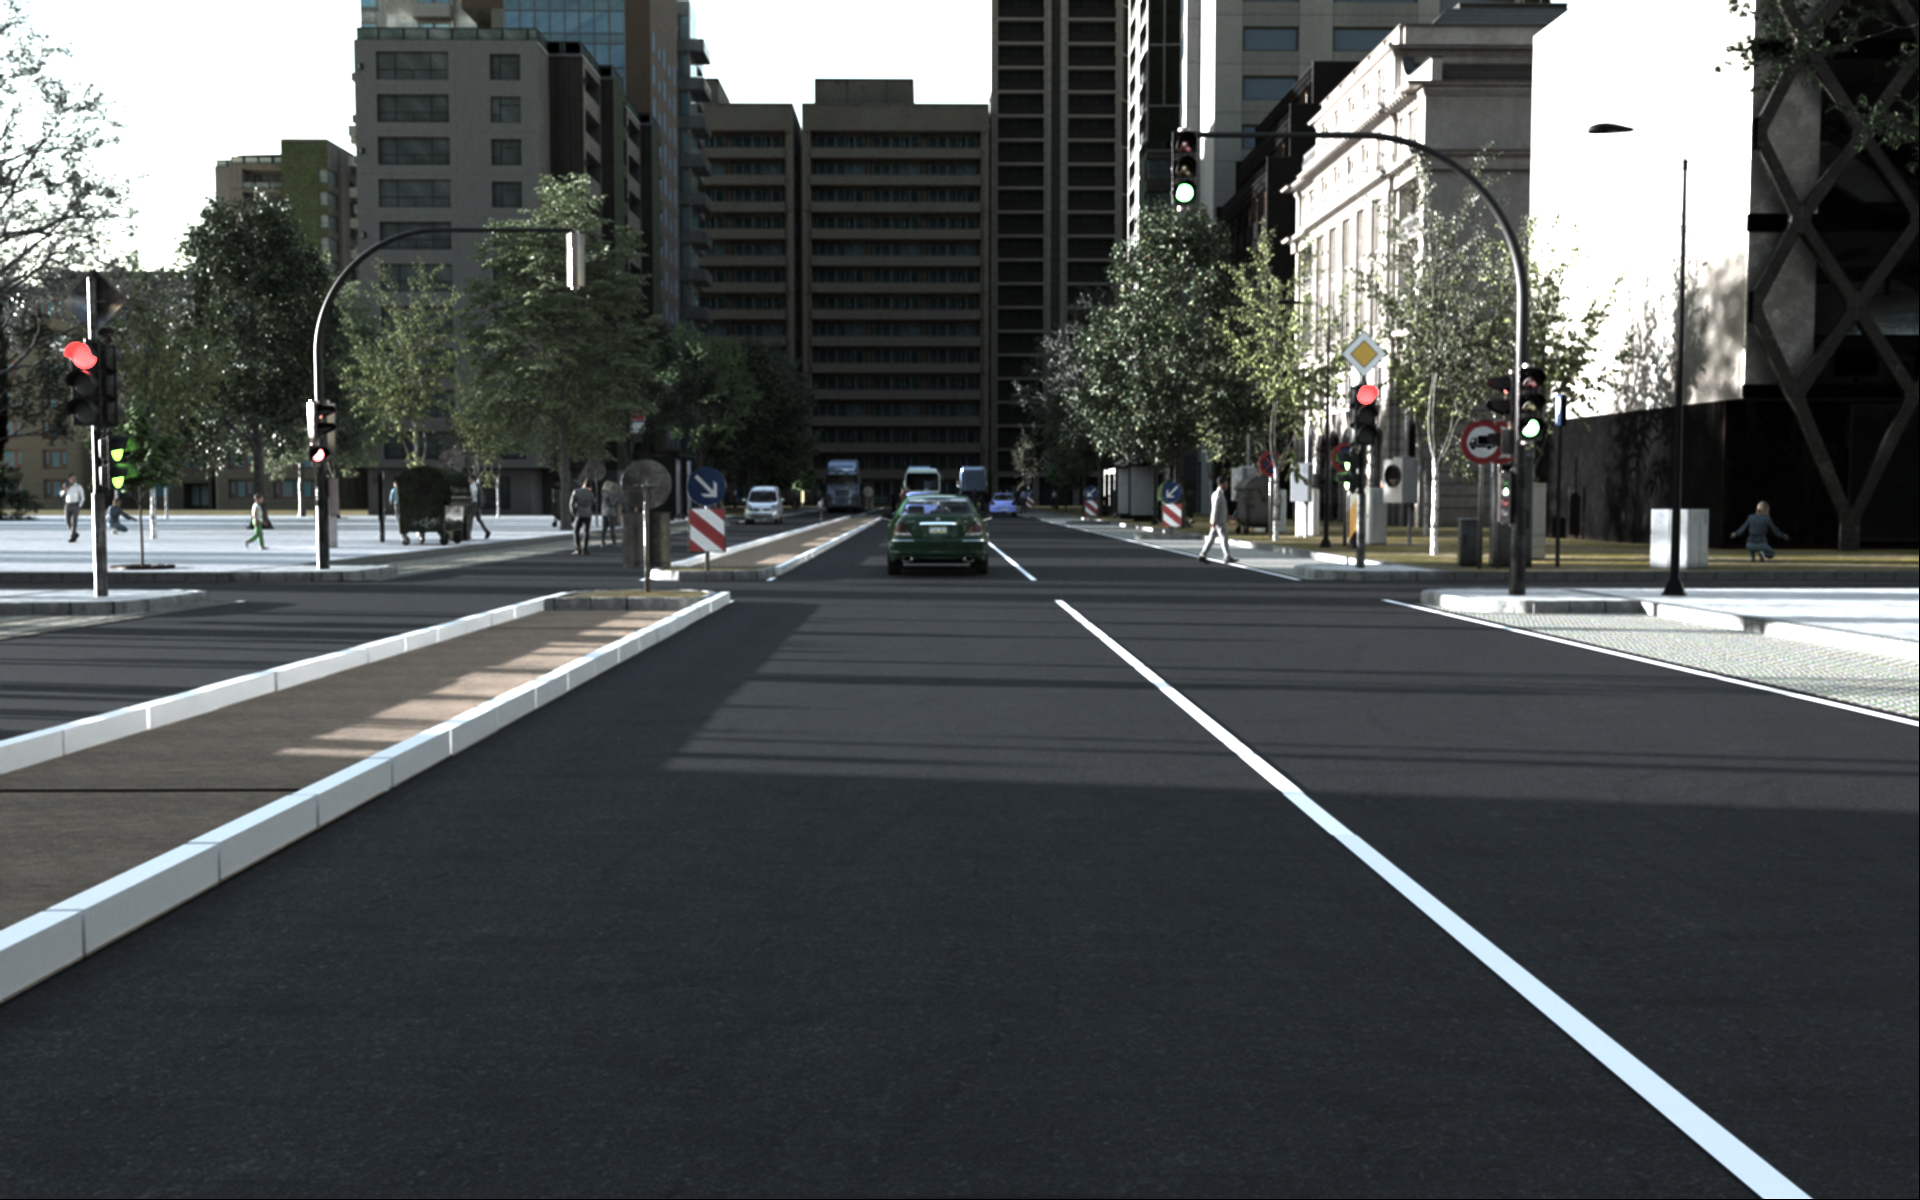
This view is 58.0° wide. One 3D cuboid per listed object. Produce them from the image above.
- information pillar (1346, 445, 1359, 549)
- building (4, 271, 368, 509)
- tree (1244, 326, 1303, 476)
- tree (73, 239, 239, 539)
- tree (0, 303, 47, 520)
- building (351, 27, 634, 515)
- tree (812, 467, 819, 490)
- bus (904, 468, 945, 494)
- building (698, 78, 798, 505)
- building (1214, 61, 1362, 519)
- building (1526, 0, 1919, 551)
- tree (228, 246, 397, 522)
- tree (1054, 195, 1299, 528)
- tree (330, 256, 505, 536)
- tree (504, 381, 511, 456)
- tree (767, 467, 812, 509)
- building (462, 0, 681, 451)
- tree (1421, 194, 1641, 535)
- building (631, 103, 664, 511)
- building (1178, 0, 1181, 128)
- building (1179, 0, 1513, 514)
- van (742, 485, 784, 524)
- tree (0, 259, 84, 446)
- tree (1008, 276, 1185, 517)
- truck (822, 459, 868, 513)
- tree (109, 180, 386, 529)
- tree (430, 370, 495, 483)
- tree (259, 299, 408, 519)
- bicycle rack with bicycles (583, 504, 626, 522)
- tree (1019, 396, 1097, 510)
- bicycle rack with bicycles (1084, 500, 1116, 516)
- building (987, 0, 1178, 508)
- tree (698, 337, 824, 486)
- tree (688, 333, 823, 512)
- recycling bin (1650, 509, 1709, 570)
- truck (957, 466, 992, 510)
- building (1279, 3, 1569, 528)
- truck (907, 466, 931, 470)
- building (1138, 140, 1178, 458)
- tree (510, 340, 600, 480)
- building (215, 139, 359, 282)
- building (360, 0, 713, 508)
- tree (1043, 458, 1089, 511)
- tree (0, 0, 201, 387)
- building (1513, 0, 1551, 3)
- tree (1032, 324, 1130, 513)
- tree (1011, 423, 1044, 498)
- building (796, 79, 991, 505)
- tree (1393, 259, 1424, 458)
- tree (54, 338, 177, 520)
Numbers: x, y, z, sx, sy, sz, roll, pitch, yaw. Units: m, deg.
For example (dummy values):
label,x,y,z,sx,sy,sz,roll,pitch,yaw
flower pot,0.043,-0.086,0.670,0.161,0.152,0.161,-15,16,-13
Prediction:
label,x,y,z,sx,sy,sz,roll,pitch,yaw
information pillar,9.323,-3.022,40.765,0.183,3.616,0.504,-1,4,-18
building,-68.464,-19.189,158.775,28.899,21.520,27.650,0,4,-1
tree,12.928,-7.650,75.448,4.360,8.622,3.978,0,3,0
tree,-22.982,-6.075,49.694,4.737,8.622,4.395,0,3,0
tree,-54.998,-11.374,87.778,18.604,14.587,13.155,0,4,-5
building,-29.599,-20.778,111.424,14.160,30.474,14.107,0,4,-1
tree,-15.542,-11.496,171.672,4.285,4.588,4.351,0,3,0
bus,-2.637,-8.230,129.413,2.948,3.499,13.247,0,4,0
building,-29.453,-35.605,205.839,21.600,48.544,21.300,0,4,-1
building,21.768,-16.362,97.188,12.332,23.373,15.834,0,4,-1
building,26.063,-10.872,45.202,16.811,18.784,16.820,0,4,-1
tree,-30.139,-9.897,79.949,7.486,12.596,7.792,0,3,0
tree,8.300,-9.121,66.132,9.611,12.733,9.660,0,3,0
tree,-16.790,-6.267,52.821,4.737,8.622,4.395,0,3,0
tree,-24.566,-8.491,89.182,4.737,8.622,4.395,0,3,0
tree,-15.858,-10.260,151.464,4.285,4.588,4.351,0,3,0
building,-30.557,-29.919,139.286,14.600,45.320,14.200,0,4,-1
tree,14.672,-5.704,43.615,4.737,8.622,4.395,0,3,0
building,-29.608,-21.640,125.508,14.160,30.474,14.107,0,4,-1
building,24.759,-44.188,160.717,20.563,71.187,20.611,0,4,-1
building,26.049,-35.450,121.612,21.231,58.520,28.212,0,4,-1
van,-9.423,-4.668,83.328,2.013,2.044,4.112,0,4,-2
tree,-38.069,-8.170,67.998,7.601,10.594,8.767,0,4,-7
tree,7.879,-11.428,97.213,12.009,13.543,11.850,0,3,0
truck,-9.017,-9.207,140.297,2.967,4.110,18.799,0,4,0
tree,-25.989,-8.982,63.867,9.611,12.733,9.660,0,3,0
tree,-28.737,-9.261,101.774,4.360,8.622,3.978,0,3,0
tree,-32.965,-10.092,90.764,9.928,11.665,9.643,0,3,0
bicycle rack with bicycles,-15.200,-3.661,73.238,2.852,0.926,2.925,-1,4,-10
tree,8.311,-12.755,142.955,7.601,10.594,8.767,1,4,21
bicycle rack with bicycles,8.458,-5.386,101.449,2.925,0.926,2.852,3,4,38
building,13.690,-46.947,205.842,20.611,71.187,20.563,0,4,-1
tree,-15.792,-14.174,138.392,9.857,13.997,8.962,0,3,0
tree,-15.004,-12.632,123.534,9.611,12.733,9.660,0,3,0
recycling bin,12.396,-1.057,29.843,0.722,1.027,0.722,-3,5,-42
truck,1.607,-10.497,161.376,2.967,4.110,18.799,0,4,-3
building,23.226,-14.407,77.349,13.314,21.916,24.055,0,4,-1
truck,-3.652,-10.401,159.818,2.967,4.110,18.799,0,4,-2
building,21.646,-22.796,144.419,14.160,30.474,14.107,0,4,-1
tree,-18.951,-8.133,83.344,4.737,8.622,4.395,0,3,0
building,-78.002,-31.733,202.430,14.086,41.232,14.154,0,4,-1
building,-38.717,-33.045,159.894,30.456,49.044,23.786,0,4,-1
tree,7.922,-8.845,128.325,4.285,4.588,4.351,0,3,0
tree,-22.658,-7.803,37.950,12.009,13.543,11.850,0,3,0
building,59.192,-46.996,206.644,20.611,71.187,20.563,0,4,-1
tree,8.497,-12.039,114.956,7.486,12.596,7.792,0,3,0
tree,6.789,-13.520,171.417,4.360,8.622,3.978,0,3,0
building,-7.411,-35.622,206.115,21.600,48.544,21.300,0,4,-1
tree,14.534,-6.301,53.377,4.737,8.622,4.395,0,3,0
tree,-38.245,-7.797,77.841,4.360,8.622,3.978,0,3,0
